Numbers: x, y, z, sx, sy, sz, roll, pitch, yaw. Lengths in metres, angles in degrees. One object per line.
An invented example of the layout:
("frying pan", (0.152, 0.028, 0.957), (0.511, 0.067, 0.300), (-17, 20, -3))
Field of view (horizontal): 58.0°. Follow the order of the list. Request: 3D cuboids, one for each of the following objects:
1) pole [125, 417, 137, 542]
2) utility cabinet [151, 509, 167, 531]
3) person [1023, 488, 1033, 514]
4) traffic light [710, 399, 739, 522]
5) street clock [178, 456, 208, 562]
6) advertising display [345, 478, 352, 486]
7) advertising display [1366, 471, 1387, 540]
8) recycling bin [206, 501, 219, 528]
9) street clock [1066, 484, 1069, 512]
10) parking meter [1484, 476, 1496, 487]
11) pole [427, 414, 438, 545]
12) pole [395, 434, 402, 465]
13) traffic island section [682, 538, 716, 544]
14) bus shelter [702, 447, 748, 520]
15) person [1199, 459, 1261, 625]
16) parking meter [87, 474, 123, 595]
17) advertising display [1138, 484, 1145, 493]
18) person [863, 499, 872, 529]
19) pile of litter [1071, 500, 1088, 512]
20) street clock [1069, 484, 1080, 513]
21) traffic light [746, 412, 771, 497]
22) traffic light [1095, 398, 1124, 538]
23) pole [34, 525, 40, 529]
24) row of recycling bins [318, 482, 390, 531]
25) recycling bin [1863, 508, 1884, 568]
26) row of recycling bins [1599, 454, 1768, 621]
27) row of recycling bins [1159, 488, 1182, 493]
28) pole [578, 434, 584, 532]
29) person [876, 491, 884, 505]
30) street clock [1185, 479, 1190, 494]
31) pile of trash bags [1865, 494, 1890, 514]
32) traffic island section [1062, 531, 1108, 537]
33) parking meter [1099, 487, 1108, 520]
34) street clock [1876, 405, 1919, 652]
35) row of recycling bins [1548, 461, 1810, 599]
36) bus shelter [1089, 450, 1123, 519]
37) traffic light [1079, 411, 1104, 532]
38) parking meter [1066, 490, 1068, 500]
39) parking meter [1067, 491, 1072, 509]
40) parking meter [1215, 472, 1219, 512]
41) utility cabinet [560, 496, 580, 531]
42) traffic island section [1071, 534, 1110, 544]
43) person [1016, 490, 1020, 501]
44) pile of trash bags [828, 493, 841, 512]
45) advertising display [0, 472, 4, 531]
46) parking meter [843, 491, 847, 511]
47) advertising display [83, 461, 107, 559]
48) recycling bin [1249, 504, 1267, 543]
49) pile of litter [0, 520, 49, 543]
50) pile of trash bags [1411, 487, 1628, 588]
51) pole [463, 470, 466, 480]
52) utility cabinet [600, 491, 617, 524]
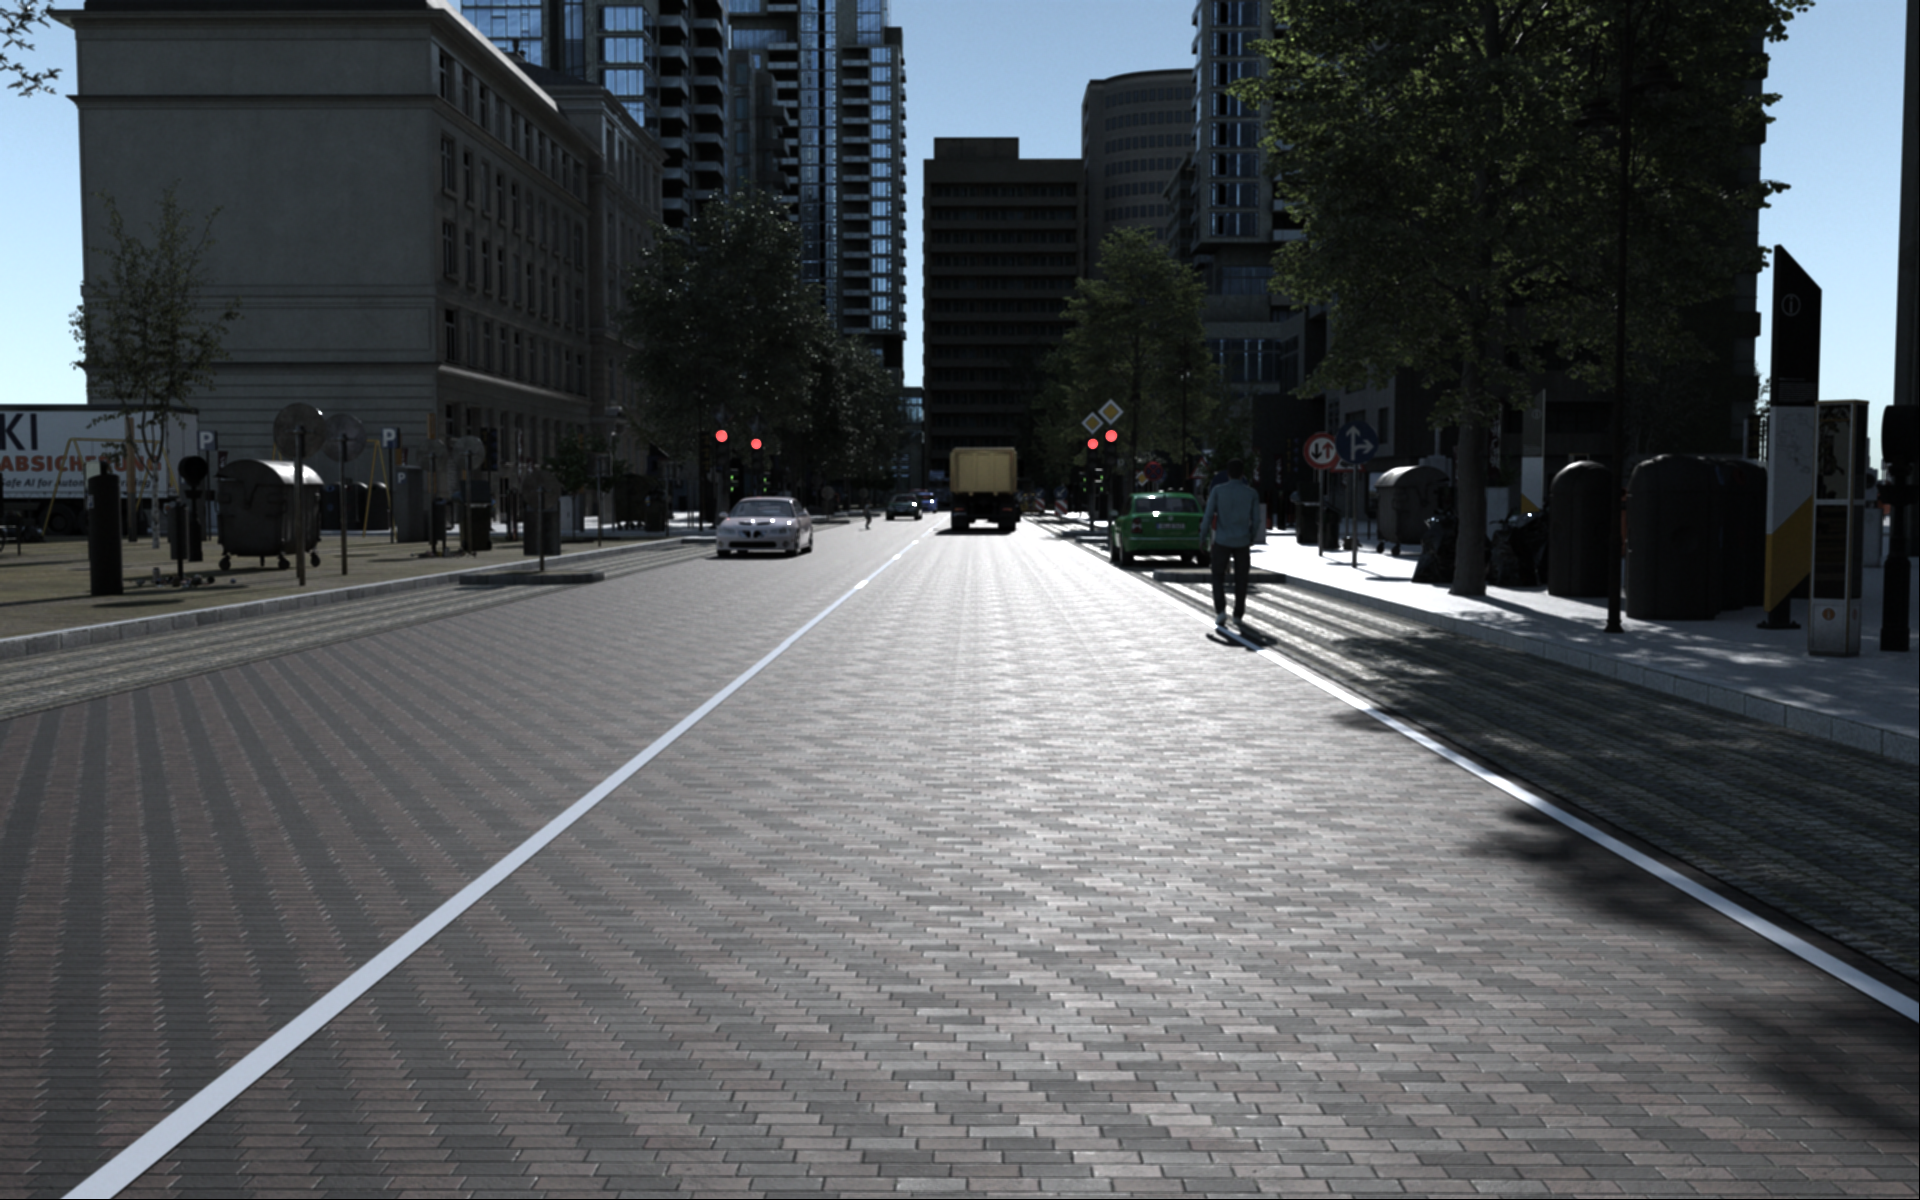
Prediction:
("pole", (-22.094, -3.200, 46.163), (0.158, 3.312, 0.155), (0, 3, 0))
("utility cabinet", (-27.212, -3.121, 59.711), (1.173, 1.500, 0.318), (-3, 4, -38))
("person", (4.594, -6.514, 115.092), (0.778, 1.811, 0.616), (1, 4, 10))
("traffic light", (-6.956, -3.800, 51.046), (0.839, 4.253, 0.868), (0, 4, 1))
("street clock", (-14.555, -1.734, 32.919), (0.358, 2.002, 0.471), (3, 5, 39))
("advertising display", (-24.534, -3.927, 69.427), (0.123, 1.923, 0.974), (0, 4, -5))
("advertising display", (11.878, -2.645, 48.461), (0.974, 1.923, 0.123), (0, 4, 3))
("recycling bin", (-28.200, -3.247, 65.636), (0.722, 1.027, 0.722), (0, 4, 4))
("street clock", (7.682, -7.123, 121.027), (0.471, 2.002, 0.358), (-1, 4, -8))
("parking meter", (15.702, -2.791, 51.351), (0.255, 1.863, 0.399), (0, 4, -4))
("pole", (-13.404, -3.066, 43.973), (0.158, 3.312, 0.155), (0, 3, 0))
("pole", (-19.154, -3.994, 59.146), (0.158, 3.312, 0.155), (0, 3, 0))
("traffic island section", (-6.996, -1.768, 51.181), (2.009, 0.180, 2.903), (0, 4, 1))
("bus shelter", (-11.808, -5.887, 87.529), (1.731, 3.624, 6.357), (0, 4, 1))
("person", (2.966, -0.641, 18.995), (0.660, 1.820, 0.620), (0, 4, 1))
("parking meter", (-10.881, -0.834, 22.051), (0.372, 1.533, 0.369), (0, 3, 0))
("advertising display", (9.403, -5.207, 90.341), (0.123, 1.923, 0.974), (-1, 4, -22))
("person", (-3.814, -3.483, 70.460), (0.382, 1.210, 0.505), (-2, 4, -29))
("pile of litter", (8.343, -6.645, 122.618), (1.719, 0.858, 1.176), (0, 4, 3))
("street clock", (7.998, -7.004, 119.084), (0.471, 2.002, 0.358), (-2, 4, -33))
("traffic light", (-6.880, -4.288, 59.031), (0.839, 4.253, 0.868), (0, 4, 1))
("traffic light", (4.405, -3.794, 50.955), (0.839, 4.253, 0.868), (0, 4, 1))
("pole", (-33.760, -4.244, 63.239), (0.158, 3.312, 0.155), (0, 3, 0))
("row of recycling bins", (-21.815, -3.328, 61.520), (3.534, 1.692, 1.069), (1, 4, 18))
("recycling bin", (15.883, -1.104, 30.611), (0.722, 1.027, 0.722), (2, 4, 31))
("row of recycling bins", (8.062, -0.725, 18.964), (1.069, 1.692, 3.534), (2, 4, 35))
("row of recycling bins", (14.990, -7.333, 127.007), (3.534, 1.692, 1.069), (2, 4, 25))
("pole", (-12.764, -3.948, 58.390), (0.158, 3.312, 0.155), (0, 3, 0))
("person", (-9.787, -12.598, 214.553), (1.350, 1.814, 0.705), (1, 4, 15))
("street clock", (10.675, -4.717, 81.694), (0.358, 2.002, 0.471), (0, 4, 1))
("pile of trash bags", (36.890, -3.747, 71.009), (3.447, 1.369, 1.912), (-2, 4, -24))
("traffic island section", (4.520, -2.249, 59.054), (2.009, 0.180, 2.903), (0, 4, 1))
("parking meter", (7.125, -4.917, 86.104), (0.399, 1.863, 0.255), (3, 5, 45))
("street clock", (7.658, -0.585, 14.130), (0.358, 2.002, 0.471), (3, 4, 37))
("row of recycling bins", (9.207, -0.885, 21.581), (3.534, 1.692, 1.069), (0, 4, 8))
("bus shelter", (7.401, -6.026, 89.802), (1.731, 3.624, 6.357), (0, 4, 1))
("traffic light", (4.480, -4.283, 58.940), (0.839, 4.253, 0.868), (0, 4, 1))
("parking meter", (8.205, -7.730, 132.096), (0.255, 1.863, 0.399), (1, 4, 9))
("parking meter", (7.840, -7.052, 123.709), (0.372, 1.533, 0.369), (0, 3, 0))
("parking meter", (6.857, -2.462, 45.959), (0.255, 1.863, 0.399), (1, 4, 13))
("utility cabinet", (-13.826, -3.070, 61.355), (0.306, 1.237, 1.020), (-3, 4, -38))
("traffic island section", (4.445, -1.761, 51.069), (2.009, 0.180, 2.903), (0, 4, 1))
("person", (4.534, -7.639, 133.743), (0.624, 1.780, 0.694), (0, 4, 4))
("pile of trash bags", (-9.431, -7.023, 124.574), (1.912, 1.369, 3.447), (1, 4, 18))
("advertising display", (-28.285, -2.772, 50.538), (0.974, 1.923, 0.123), (2, 4, 26))
("parking meter", (-8.752, -7.548, 131.817), (0.372, 1.533, 0.369), (0, 3, 0))
("advertising display", (-16.815, -1.743, 33.718), (0.123, 1.923, 0.974), (-3, 5, -44))
("recycling bin", (7.657, -2.021, 45.593), (0.722, 1.027, 0.722), (0, 4, 1))
("pile of litter", (-25.034, -1.941, 45.696), (1.719, 0.858, 1.176), (-1, 4, -22))
("pile of trash bags", (8.101, -0.908, 24.591), (1.912, 1.369, 3.447), (-3, 4, -39))
("pole", (-19.424, -4.538, 68.037), (0.158, 3.312, 0.155), (0, 3, 0))
("utility cabinet", (-14.943, -3.963, 73.471), (0.318, 1.500, 1.173), (1, 4, 15))
